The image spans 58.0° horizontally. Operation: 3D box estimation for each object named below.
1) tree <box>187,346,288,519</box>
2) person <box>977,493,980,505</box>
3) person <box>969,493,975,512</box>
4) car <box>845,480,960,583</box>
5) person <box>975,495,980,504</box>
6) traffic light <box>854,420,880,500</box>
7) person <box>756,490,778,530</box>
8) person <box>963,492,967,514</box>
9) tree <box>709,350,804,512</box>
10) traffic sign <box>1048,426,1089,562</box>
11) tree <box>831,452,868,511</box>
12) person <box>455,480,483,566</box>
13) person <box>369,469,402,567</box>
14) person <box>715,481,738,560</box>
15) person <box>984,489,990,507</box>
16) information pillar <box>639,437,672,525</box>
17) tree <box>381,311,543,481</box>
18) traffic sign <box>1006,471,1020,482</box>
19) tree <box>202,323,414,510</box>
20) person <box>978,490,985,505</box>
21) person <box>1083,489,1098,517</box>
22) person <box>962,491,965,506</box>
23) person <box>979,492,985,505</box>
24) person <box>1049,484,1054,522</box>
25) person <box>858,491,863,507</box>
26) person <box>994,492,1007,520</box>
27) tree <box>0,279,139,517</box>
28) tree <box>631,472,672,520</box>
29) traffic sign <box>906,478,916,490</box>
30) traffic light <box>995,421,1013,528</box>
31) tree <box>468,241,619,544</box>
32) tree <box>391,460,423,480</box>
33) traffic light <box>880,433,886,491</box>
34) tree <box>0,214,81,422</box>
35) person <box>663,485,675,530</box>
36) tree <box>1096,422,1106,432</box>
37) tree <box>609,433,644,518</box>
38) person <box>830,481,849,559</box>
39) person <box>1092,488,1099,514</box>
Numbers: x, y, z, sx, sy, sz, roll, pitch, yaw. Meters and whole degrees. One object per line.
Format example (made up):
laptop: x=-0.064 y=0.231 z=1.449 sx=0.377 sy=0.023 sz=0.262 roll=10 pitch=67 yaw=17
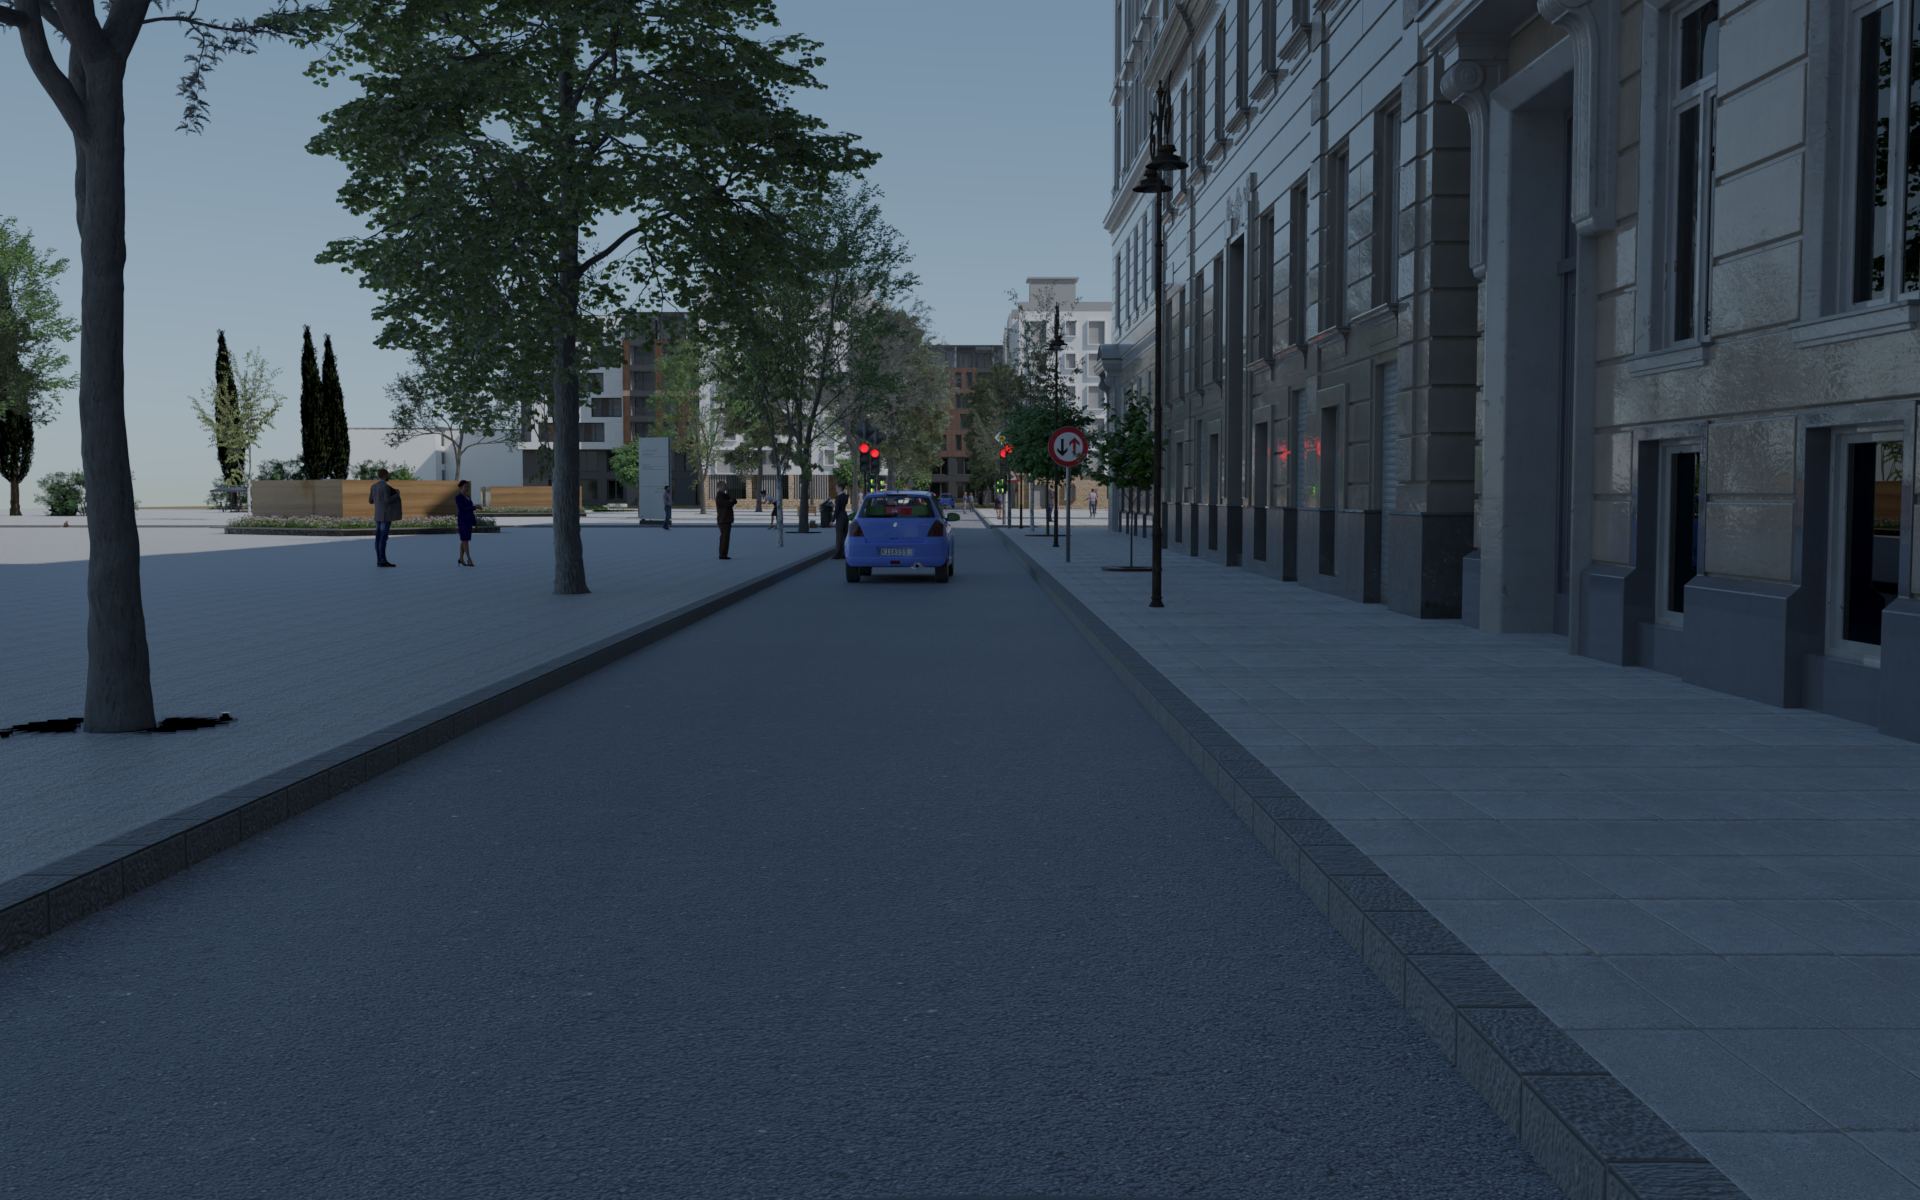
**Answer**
tree: x=-35.399 y=-8.261 z=85.430 sx=4.737 sy=8.622 sz=4.395 roll=0 pitch=3 yaw=0
person: x=2.343 y=-12.473 z=210.888 sx=0.541 sy=1.710 sz=0.530 roll=1 pitch=4 yaw=11
person: x=0.927 y=-7.868 z=139.360 sx=0.499 sy=1.552 sz=0.429 roll=-1 pitch=4 yaw=-16
car: x=-0.977 y=-1.210 z=29.368 sx=1.945 sy=1.707 sz=3.694 roll=0 pitch=4 yaw=2
person: x=2.398 y=-12.861 z=216.400 sx=0.705 sy=1.814 sz=1.350 roll=3 pitch=4 yaw=38
traffic light: x=-3.533 y=-4.608 z=64.590 sx=0.839 sy=4.213 sz=0.868 roll=0 pitch=3 yaw=0
person: x=-6.879 y=-3.260 z=62.525 sx=0.628 sy=1.438 sz=0.799 roll=2 pitch=4 yaw=34
person: x=0.383 y=-7.098 z=126.614 sx=0.319 sy=1.574 sz=0.516 roll=0 pitch=4 yaw=0
tree: x=-14.211 y=-12.279 z=122.812 sx=6.751 sy=12.117 sz=7.091 roll=0 pitch=3 yaw=0
traffic sign: x=2.046 y=-1.994 z=32.701 sx=0.768 sy=2.556 sz=0.104 roll=1 pitch=4 yaw=8
tree: x=-8.046 y=-8.905 z=129.312 sx=4.285 sy=4.588 sz=4.351 roll=0 pitch=3 yaw=0
person: x=-8.667 y=-1.364 z=30.717 sx=0.546 sy=1.535 sz=0.453 roll=0 pitch=4 yaw=1
person: x=-10.086 y=-1.443 z=30.462 sx=0.431 sy=1.722 sz=0.655 roll=-3 pitch=5 yaw=-43
person: x=-4.592 y=-1.574 z=34.047 sx=0.388 sy=1.546 sz=0.482 roll=1 pitch=4 yaw=13
person: x=2.609 y=-9.993 z=170.089 sx=0.621 sy=1.740 sz=0.551 roll=0 pitch=4 yaw=5
information pillar: x=-12.685 y=-4.938 z=72.056 sx=1.656 sy=3.620 sz=0.184 roll=2 pitch=4 yaw=32
tree: x=-22.930 y=-8.857 z=79.230 sx=7.601 sy=10.594 sz=8.767 roll=1 pitch=4 yaw=14
traffic sign: x=2.119 y=-4.520 z=73.913 sx=0.884 sy=2.594 sz=0.081 roll=0 pitch=4 yaw=6
tree: x=-54.155 y=-14.613 z=140.744 sx=18.604 sy=14.587 sz=13.155 roll=0 pitch=4 yaw=4
person: x=2.472 y=-12.062 z=203.398 sx=0.705 sy=1.807 sz=1.348 roll=2 pitch=4 yaw=34
person: x=7.296 y=-5.356 z=95.575 sx=0.963 sy=1.587 sz=0.435 roll=-2 pitch=4 yaw=-31
person: x=0.421 y=-12.113 z=206.571 sx=0.705 sy=1.821 sz=1.348 roll=0 pitch=4 yaw=3
person: x=2.771 y=-12.429 z=209.264 sx=0.705 sy=1.824 sz=1.348 roll=-3 pitch=5 yaw=-44
person: x=4.251 y=-4.452 z=79.650 sx=0.431 sy=1.722 sz=0.655 roll=-1 pitch=4 yaw=-18
person: x=-8.335 y=-8.364 z=144.860 sx=0.516 sy=1.574 sz=0.319 roll=-1 pitch=4 yaw=-8
person: x=2.057 y=-4.745 z=86.859 sx=0.697 sy=1.427 sz=0.421 roll=3 pitch=5 yaw=41
tree: x=-56.101 y=-11.920 z=96.713 sx=13.155 sy=14.587 sz=18.604 roll=1 pitch=4 yaw=21
tree: x=-14.151 y=-5.127 z=78.431 sx=1.663 sy=3.219 sz=1.824 roll=0 pitch=3 yaw=0
traffic sign: x=-3.857 y=-8.323 z=136.087 sx=0.884 sy=2.594 sz=0.081 roll=0 pitch=4 yaw=4
traffic light: x=1.828 y=-4.609 z=64.605 sx=0.839 sy=4.213 sz=0.868 roll=0 pitch=3 yaw=0
tree: x=-10.618 y=-5.738 z=44.179 sx=4.360 sy=8.622 sz=3.978 roll=0 pitch=3 yaw=0
tree: x=-31.590 y=-6.349 z=98.408 sx=1.663 sy=3.219 sz=1.824 roll=0 pitch=3 yaw=0
traffic light: x=-3.532 y=-5.097 z=72.575 sx=0.839 sy=4.213 sz=0.868 roll=0 pitch=3 yaw=0
tree: x=-34.559 y=-8.227 z=60.266 sx=9.928 sy=11.665 sz=9.643 roll=0 pitch=3 yaw=0
person: x=-10.335 y=-3.260 z=61.307 sx=0.435 sy=1.587 sz=0.963 roll=0 pitch=4 yaw=-4
tree: x=15.358 y=-12.653 z=141.285 sx=8.767 sy=10.594 sz=7.601 roll=0 pitch=4 yaw=2
tree: x=-17.325 y=-6.731 z=93.765 sx=4.285 sy=4.588 sz=4.351 roll=0 pitch=3 yaw=0
person: x=-2.640 y=-1.775 z=38.326 sx=0.445 sy=1.727 sz=0.742 roll=0 pitch=3 yaw=0
person: x=8.677 y=-6.326 z=110.947 sx=0.415 sy=1.643 sz=0.593 roll=1 pitch=4 yaw=14
